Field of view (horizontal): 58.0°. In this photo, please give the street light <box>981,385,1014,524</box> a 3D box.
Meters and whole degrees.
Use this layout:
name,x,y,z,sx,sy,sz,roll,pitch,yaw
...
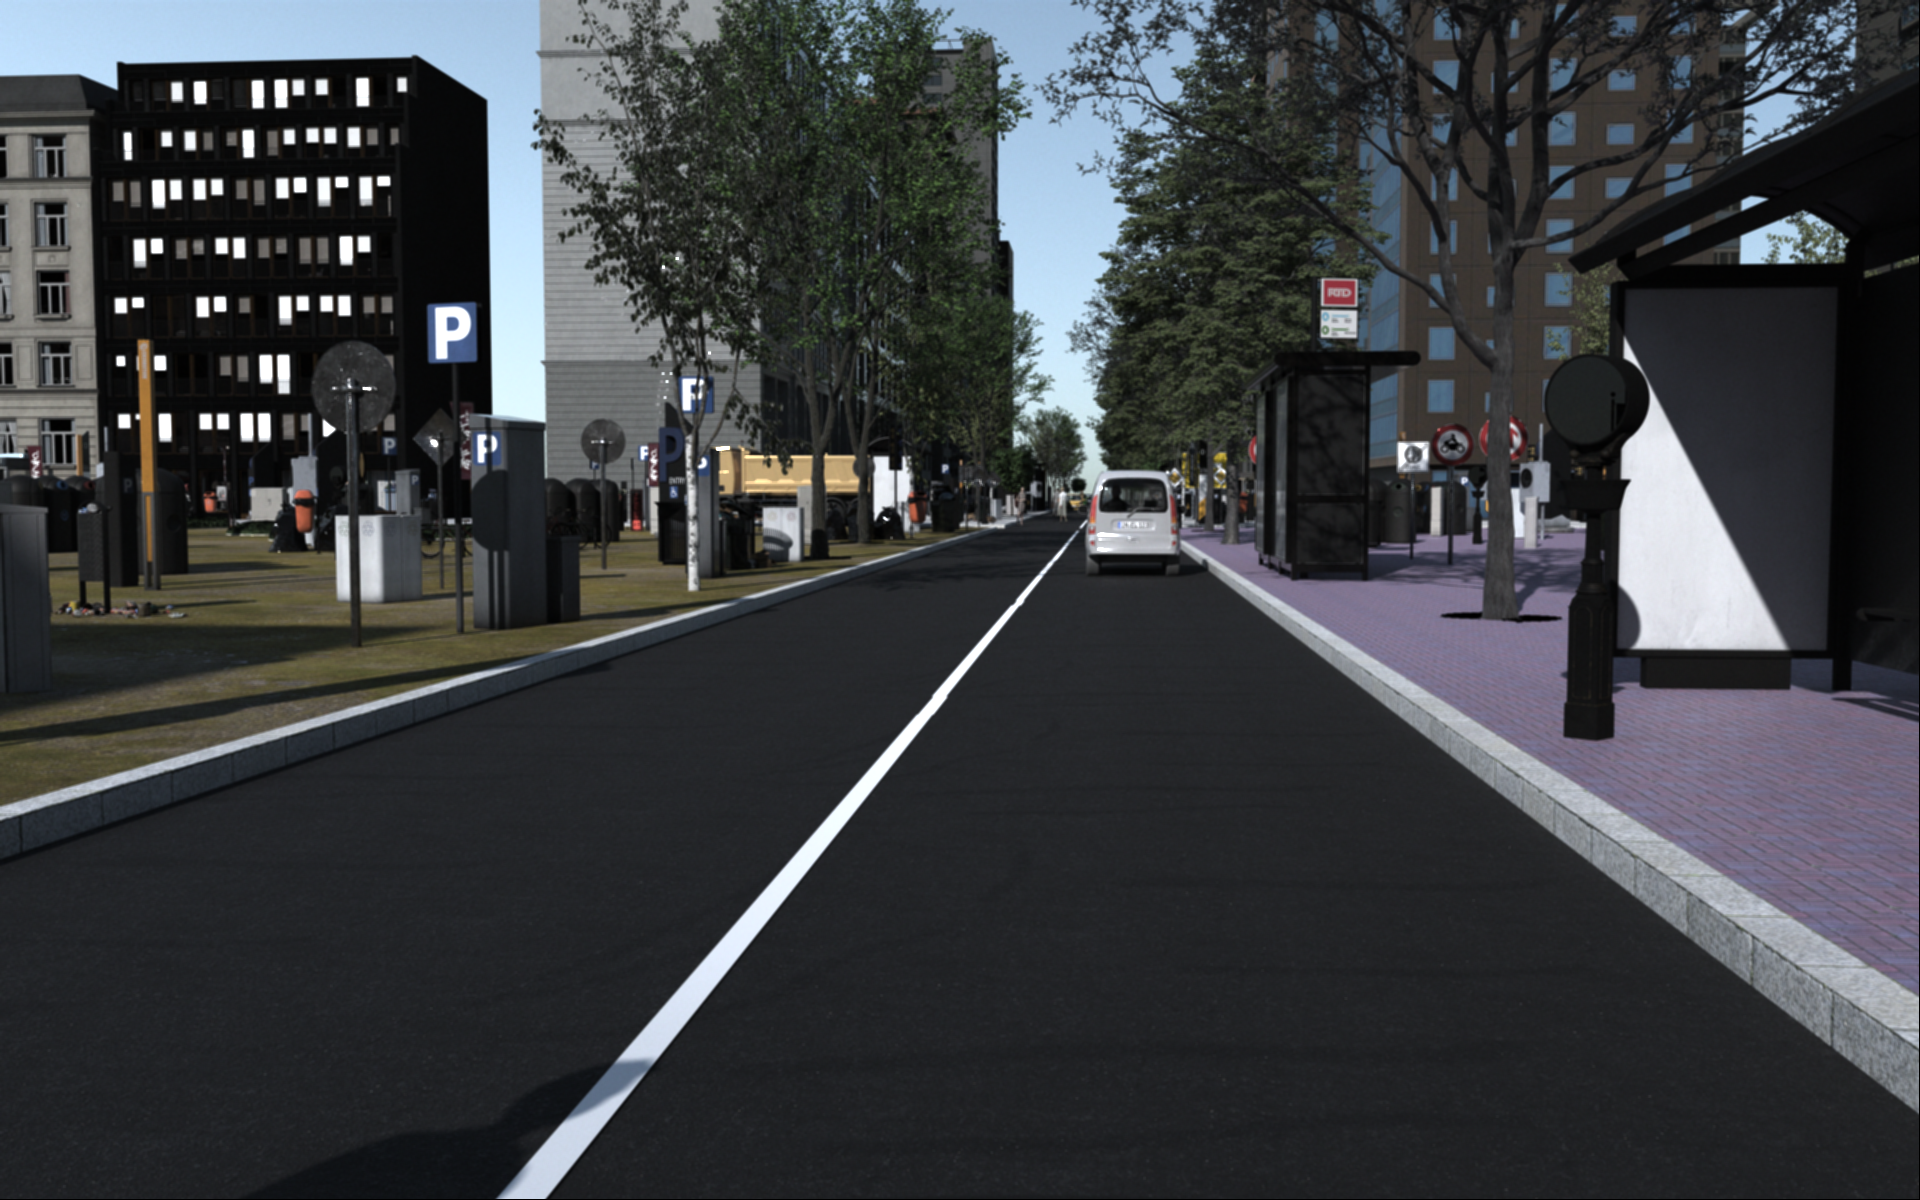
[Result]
name,x,y,z,sx,sy,sz,roll,pitch,yaw
street light,1.603,-6.193,73.793,1.470,5.913,1.316,0,4,5

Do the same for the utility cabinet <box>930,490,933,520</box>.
name,x,y,z,sx,sy,sz,roll,pitch,yaw
utility cabinet,-1.292,-4.613,84.094,0.318,1.500,1.173,0,4,-2

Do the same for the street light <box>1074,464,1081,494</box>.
name,x,y,z,sx,sy,sz,roll,pitch,yaw
street light,15.162,-15.925,232.920,1.470,5.913,1.316,0,4,5

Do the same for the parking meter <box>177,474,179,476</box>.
name,x,y,z,sx,sy,sz,roll,pitch,yaw
parking meter,-23.347,-2.789,51.316,0.399,1.863,0.255,-1,4,-16

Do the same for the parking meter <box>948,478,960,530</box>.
name,x,y,z,sx,sy,sz,roll,pitch,yaw
parking meter,-0.209,-3.423,61.670,0.255,1.863,0.399,3,5,42

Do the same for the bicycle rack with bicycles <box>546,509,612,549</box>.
name,x,y,z,sx,sy,sz,roll,pitch,yaw
bicycle rack with bicycles,-9.497,-1.650,40.359,2.925,0.926,2.852,-3,4,-36

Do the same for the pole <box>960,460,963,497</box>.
name,x,y,z,sx,sy,sz,roll,pitch,yaw
pole,0.070,-6.693,103.269,0.158,3.312,0.155,0,3,0

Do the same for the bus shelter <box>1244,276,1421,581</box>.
name,x,y,z,sx,sy,sz,roll,pitch,yaw
bus shelter,6.077,-3.185,29.706,2.179,5.291,8.768,0,4,5

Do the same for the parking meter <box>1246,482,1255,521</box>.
name,x,y,z,sx,sy,sz,roll,pitch,yaw
parking meter,13.855,-4.706,82.653,0.399,1.863,0.255,-3,4,-36

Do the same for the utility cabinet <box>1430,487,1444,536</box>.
name,x,y,z,sx,sy,sz,roll,pitch,yaw
utility cabinet,14.574,-2.706,52.921,0.318,1.500,1.173,1,4,20

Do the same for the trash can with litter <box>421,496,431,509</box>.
name,x,y,z,sx,sy,sz,roll,pitch,yaw
trash can with litter,-16.825,-2.702,55.241,1.678,1.210,2.233,0,4,-2

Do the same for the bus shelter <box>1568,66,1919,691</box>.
name,x,y,z,sx,sy,sz,roll,pitch,yaw
bus shelter,4.849,-0.913,8.850,2.014,3.302,5.546,0,4,5

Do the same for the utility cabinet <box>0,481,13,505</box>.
name,x,y,z,sx,sy,sz,roll,pitch,yaw
utility cabinet,-15.974,-1.191,28.158,1.173,1.500,0.318,1,4,15

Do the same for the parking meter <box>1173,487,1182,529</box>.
name,x,y,z,sx,sy,sz,roll,pitch,yaw
parking meter,8.049,-3.419,64.314,0.372,1.533,0.369,0,3,0

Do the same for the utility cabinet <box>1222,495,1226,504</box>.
name,x,y,z,sx,sy,sz,roll,pitch,yaw
utility cabinet,12.419,-4.276,81.070,1.020,1.237,0.306,1,4,13

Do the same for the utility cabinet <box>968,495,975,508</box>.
name,x,y,z,sx,sy,sz,roll,pitch,yaw
utility cabinet,1.034,-7.631,135.931,1.020,1.237,0.306,-3,5,-42

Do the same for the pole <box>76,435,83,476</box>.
name,x,y,z,sx,sy,sz,roll,pitch,yaw
pole,-30.255,-4.019,59.560,0.158,3.312,0.155,0,3,0

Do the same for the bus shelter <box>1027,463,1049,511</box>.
name,x,y,z,sx,sy,sz,roll,pitch,yaw
bus shelter,5.828,-8.619,132.198,1.731,3.624,6.357,0,4,5

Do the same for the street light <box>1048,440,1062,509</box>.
name,x,y,z,sx,sy,sz,roll,pitch,yaw
street light,8.139,-10.858,150.072,1.470,5.913,1.316,0,4,5

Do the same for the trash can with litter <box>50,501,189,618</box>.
name,x,y,z,sx,sy,sz,roll,pitch,yaw
trash can with litter,-9.110,-0.450,18.414,2.233,1.210,1.678,2,4,35

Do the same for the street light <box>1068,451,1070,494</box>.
name,x,y,z,sx,sy,sz,roll,pitch,yaw
street light,11.351,-13.193,188.252,1.470,5.913,1.316,0,4,5

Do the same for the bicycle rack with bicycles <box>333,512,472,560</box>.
name,x,y,z,sx,sy,sz,roll,pitch,yaw
bicycle rack with bicycles,-11.172,-1.284,34.377,2.925,0.926,2.852,1,4,14

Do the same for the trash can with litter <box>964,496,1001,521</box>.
name,x,y,z,sx,sy,sz,roll,pitch,yaw
trash can with litter,0.822,-4.375,82.581,2.233,1.210,1.678,0,4,5

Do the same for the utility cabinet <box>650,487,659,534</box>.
name,x,y,z,sx,sy,sz,roll,pitch,yaw
utility cabinet,-9.207,-2.783,54.174,1.173,1.500,0.318,3,5,43

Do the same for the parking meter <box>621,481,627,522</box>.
name,x,y,z,sx,sy,sz,roll,pitch,yaw
parking meter,-15.396,-4.507,79.392,0.255,1.863,0.399,-1,4,-12

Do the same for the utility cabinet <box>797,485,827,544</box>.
name,x,y,z,sx,sy,sz,roll,pitch,yaw
utility cabinet,-3.759,-2.146,43.763,0.318,1.500,1.173,-2,4,-29

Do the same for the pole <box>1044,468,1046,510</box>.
name,x,y,z,sx,sy,sz,roll,pitch,yaw
pole,6.750,-8.812,137.921,0.158,3.312,0.155,0,3,0

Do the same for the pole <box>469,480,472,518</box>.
name,x,y,z,sx,sy,sz,roll,pitch,yaw
pole,-26.689,-6.158,94.527,0.158,3.312,0.155,0,3,0

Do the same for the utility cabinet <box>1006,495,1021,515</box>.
name,x,y,z,sx,sy,sz,roll,pitch,yaw
utility cabinet,3.406,-5.929,108.097,1.020,1.237,0.306,1,4,14

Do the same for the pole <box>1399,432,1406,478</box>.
name,x,y,z,sx,sy,sz,roll,pitch,yaw
pole,14.548,-3.864,57.025,0.158,3.312,0.155,0,3,0

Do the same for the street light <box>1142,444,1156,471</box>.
name,x,y,z,sx,sy,sz,roll,pitch,yaw
street light,11.876,-8.399,109.869,1.470,5.913,1.316,0,4,5

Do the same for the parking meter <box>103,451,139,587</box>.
name,x,y,z,sx,sy,sz,roll,pitch,yaw
parking meter,-11.601,-1.116,23.963,0.255,1.863,0.399,1,4,12

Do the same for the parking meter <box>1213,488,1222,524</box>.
name,x,y,z,sx,sy,sz,roll,pitch,yaw
parking meter,10.878,-3.960,73.164,0.372,1.533,0.369,0,3,0

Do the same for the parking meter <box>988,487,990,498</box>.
name,x,y,z,sx,sy,sz,roll,pitch,yaw
parking meter,2.233,-7.412,126.893,0.255,1.863,0.399,3,5,40

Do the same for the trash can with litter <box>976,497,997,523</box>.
name,x,y,z,sx,sy,sz,roll,pitch,yaw
trash can with litter,1.215,-4.101,78.434,1.055,1.170,0.624,3,5,42

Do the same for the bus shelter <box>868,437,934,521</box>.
name,x,y,z,sx,sy,sz,roll,pitch,yaw
bus shelter,-2.242,-4.282,63.933,2.014,3.302,5.546,0,4,5

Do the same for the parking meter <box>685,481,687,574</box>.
name,x,y,z,sx,sy,sz,roll,pitch,yaw
parking meter,-4.250,-1.196,27.967,0.372,1.533,0.369,0,3,0

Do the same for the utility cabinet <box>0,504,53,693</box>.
name,x,y,z,sx,sy,sz,roll,pitch,yaw
utility cabinet,-6.379,-0.025,11.567,0.306,1.237,1.020,-3,5,-44

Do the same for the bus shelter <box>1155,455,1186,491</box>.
name,x,y,z,sx,sy,sz,roll,pitch,yaw
bus shelter,12.910,-7.016,105.990,1.731,3.624,6.357,0,4,5

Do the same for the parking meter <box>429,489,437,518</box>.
name,x,y,z,sx,sy,sz,roll,pitch,yaw
parking meter,-25.726,-4.656,84.543,0.372,1.533,0.369,0,3,0

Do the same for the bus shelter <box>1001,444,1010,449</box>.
name,x,y,z,sx,sy,sz,roll,pitch,yaw
bus shelter,4.611,-10.073,142.320,2.179,5.291,8.768,0,4,5

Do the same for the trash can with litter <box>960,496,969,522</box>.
name,x,y,z,sx,sy,sz,roll,pitch,yaw
trash can with litter,-0.081,-4.178,79.698,0.624,1.170,1.055,1,4,20

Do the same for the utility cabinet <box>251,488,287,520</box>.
name,x,y,z,sx,sy,sz,roll,pitch,yaw
utility cabinet,-23.924,-3.137,59.970,1.173,1.500,0.318,1,4,9

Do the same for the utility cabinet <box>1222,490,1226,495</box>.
name,x,y,z,sx,sy,sz,roll,pitch,yaw
utility cabinet,12.872,-4.664,84.929,0.318,1.500,1.173,3,5,39

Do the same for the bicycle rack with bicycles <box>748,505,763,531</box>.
name,x,y,z,sx,sy,sz,roll,pitch,yaw
bicycle rack with bicycles,-7.711,-2.763,58.561,2.852,0.926,2.925,-1,4,-10

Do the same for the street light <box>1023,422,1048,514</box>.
name,x,y,z,sx,sy,sz,roll,pitch,yaw
street light,4.762,-8.546,112.275,1.470,5.913,1.316,0,4,5

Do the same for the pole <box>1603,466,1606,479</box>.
name,x,y,z,sx,sy,sz,roll,pitch,yaw
pole,20.351,-3.728,54.799,0.158,3.312,0.155,0,3,0

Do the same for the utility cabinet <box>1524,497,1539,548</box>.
name,x,y,z,sx,sy,sz,roll,pitch,yaw
utility cabinet,13.759,-1.869,41.727,0.306,1.237,1.020,1,4,20

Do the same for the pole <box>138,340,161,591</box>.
name,x,y,z,sx,sy,sz,roll,pitch,yaw
pole,-10.773,-1.784,23.011,0.158,3.312,0.155,0,3,0

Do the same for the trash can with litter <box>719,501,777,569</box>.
name,x,y,z,sx,sy,sz,roll,pitch,yaw
trash can with litter,-3.721,-1.127,29.806,1.055,1.170,0.624,-3,5,-44
